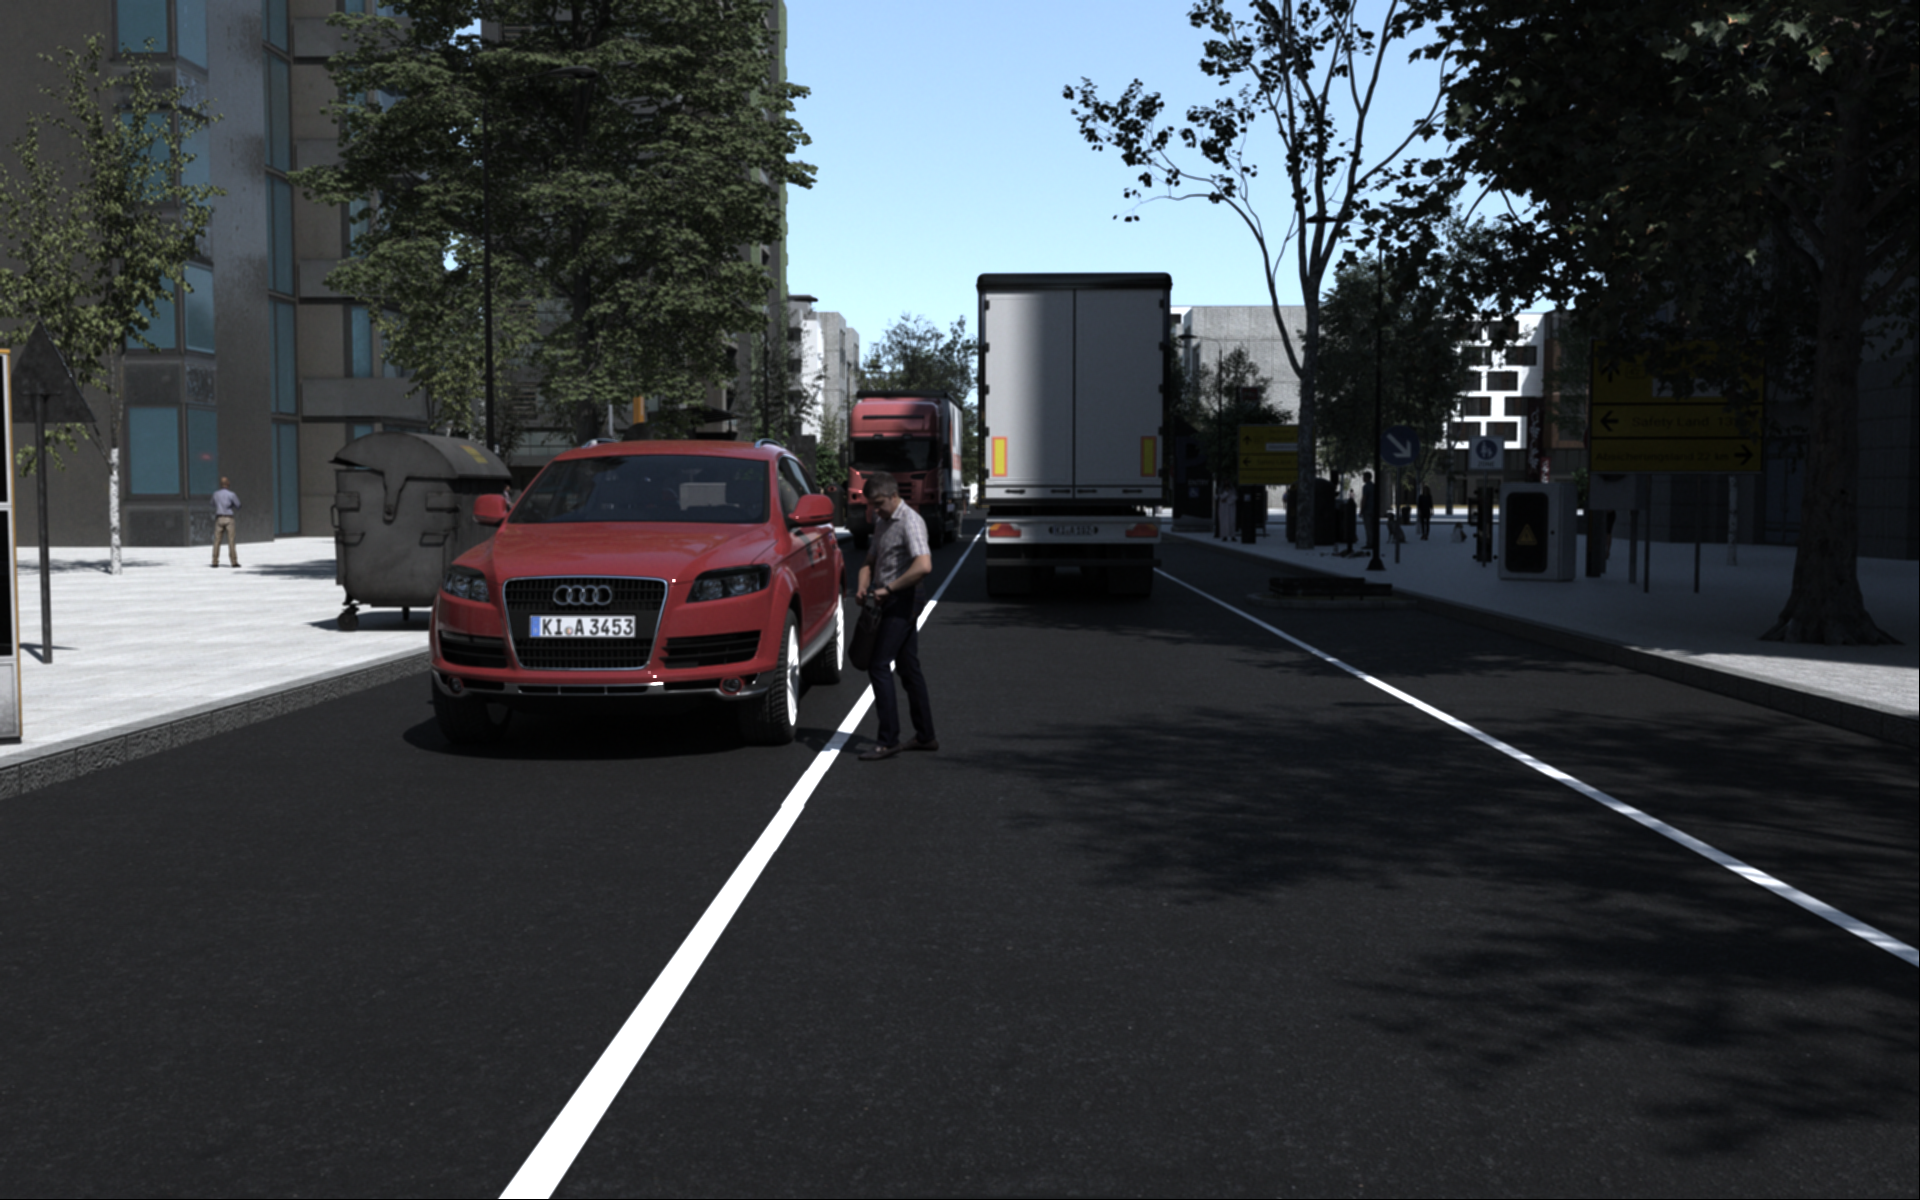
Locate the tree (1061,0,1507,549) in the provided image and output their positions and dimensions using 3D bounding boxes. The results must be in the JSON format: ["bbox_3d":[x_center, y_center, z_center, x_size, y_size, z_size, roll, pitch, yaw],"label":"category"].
[{"bbox_3d":[8.816,-11.325,41.051,12.611,20.169,13.585,0,3,0],"label":"tree"}]

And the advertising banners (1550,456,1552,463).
[{"bbox_3d":[26.557,-5.182,80.911,2.074,3.025,0.090,2,4,33],"label":"advertising banners"}]

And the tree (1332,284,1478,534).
[{"bbox_3d":[14.537,-6.391,54.855,4.360,8.622,3.978,0,3,0],"label":"tree"}]

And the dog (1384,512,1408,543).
[{"bbox_3d":[11.520,-1.891,45.305,0.800,0.831,0.513,1,4,16],"label":"dog"}]

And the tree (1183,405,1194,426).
[{"bbox_3d":[17.508,-10.918,128.875,4.737,8.622,4.395,0,3,0],"label":"tree"}]

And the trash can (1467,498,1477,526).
[{"bbox_3d":[20.686,-3.535,69.445,0.748,1.137,0.748,0,3,0],"label":"trash can"}]

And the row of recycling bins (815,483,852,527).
[{"bbox_3d":[-5.376,-3.677,67.235,3.534,1.692,1.069,0,4,-3],"label":"row of recycling bins"}]

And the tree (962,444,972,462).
[{"bbox_3d":[-2.640,-14.021,163.661,8.767,10.594,7.601,2,4,32],"label":"tree"}]

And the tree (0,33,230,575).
[{"bbox_3d":[-13.717,-4.715,27.449,4.737,8.622,4.395,0,3,0],"label":"tree"}]

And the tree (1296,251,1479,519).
[{"bbox_3d":[22.091,-11.231,90.278,9.857,13.997,8.962,0,3,0],"label":"tree"}]

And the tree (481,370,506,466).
[{"bbox_3d":[-12.676,-6.531,57.148,4.360,8.622,3.978,0,3,0],"label":"tree"}]

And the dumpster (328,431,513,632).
[{"bbox_3d":[-5.201,-0.675,16.789,1.264,1.857,1.865,0,4,2],"label":"dumpster"}]

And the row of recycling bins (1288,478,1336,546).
[{"bbox_3d":[9.103,-2.299,44.707,1.069,1.692,3.534,0,4,5],"label":"row of recycling bins"}]

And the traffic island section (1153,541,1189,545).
[{"bbox_3d":[5.533,-1.668,50.136,1.991,0.108,1.994,0,4,2],"label":"traffic island section"}]

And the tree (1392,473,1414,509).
[{"bbox_3d":[36.964,-12.021,146.900,4.737,8.622,4.395,0,3,0],"label":"tree"}]

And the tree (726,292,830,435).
[{"bbox_3d":[-6.901,-6.940,63.833,4.360,8.622,3.978,0,3,0],"label":"tree"}]

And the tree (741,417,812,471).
[{"bbox_3d":[-4.773,-2.977,43.276,1.663,3.219,1.824,0,3,0],"label":"tree"}]

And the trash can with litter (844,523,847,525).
[{"bbox_3d":[-5.123,-3.668,71.027,2.233,1.210,1.678,3,4,36],"label":"trash can with litter"}]

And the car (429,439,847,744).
[{"bbox_3d":[-1.927,-0.181,11.635,2.281,1.827,5.304,0,4,1],"label":"car"}]

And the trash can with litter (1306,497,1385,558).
[{"bbox_3d":[7.893,-1.506,35.680,1.678,1.210,2.233,1,4,18],"label":"trash can with litter"}]

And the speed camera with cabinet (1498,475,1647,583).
[{"bbox_3d":[8.945,-1.892,25.265,2.038,3.252,0.660,3,5,43],"label":"speed camera with cabinet"}]

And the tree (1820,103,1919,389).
[{"bbox_3d":[14.809,-4.561,24.938,4.737,8.622,4.395,0,3,0],"label":"tree"}]

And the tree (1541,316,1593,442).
[{"bbox_3d":[33.335,-9.916,87.881,9.928,11.665,9.643,0,3,0],"label":"tree"}]

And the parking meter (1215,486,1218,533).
[{"bbox_3d":[8.427,-2.908,55.959,0.372,1.533,0.369,0,3,0],"label":"parking meter"}]

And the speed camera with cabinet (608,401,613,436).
[{"bbox_3d":[-7.469,-2.636,37.438,0.660,3.252,2.038,1,4,10],"label":"speed camera with cabinet"}]

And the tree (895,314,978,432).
[{"bbox_3d":[-1.464,-20.123,184.906,12.611,20.169,13.585,0,3,0],"label":"tree"}]

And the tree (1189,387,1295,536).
[{"bbox_3d":[8.790,-4.268,53.495,4.285,4.588,4.351,0,3,0],"label":"tree"}]

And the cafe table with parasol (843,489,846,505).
[{"bbox_3d":[-9.689,-8.589,145.299,2.610,1.966,2.610,-3,5,-43],"label":"cafe table with parasol"}]

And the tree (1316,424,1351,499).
[{"bbox_3d":[31.842,-12.078,147.832,4.737,8.622,4.395,0,3,0],"label":"tree"}]

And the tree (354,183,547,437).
[{"bbox_3d":[-12.464,-5.591,41.771,4.737,8.622,4.395,0,3,0],"label":"tree"}]

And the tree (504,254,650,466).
[{"bbox_3d":[-10.607,-6.127,50.539,4.360,8.622,3.978,0,3,0],"label":"tree"}]

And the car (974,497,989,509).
[{"bbox_3d":[2.413,-9.851,171.294,2.015,1.641,3.980,0,4,2],"label":"car"}]

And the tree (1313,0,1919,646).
[{"bbox_3d":[7.606,-5.969,14.596,9.611,12.733,9.660,0,3,0],"label":"tree"}]

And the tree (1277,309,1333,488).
[{"bbox_3d":[14.561,-7.068,65.927,4.360,8.622,3.978,0,3,0],"label":"tree"}]

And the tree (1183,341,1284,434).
[{"bbox_3d":[16.326,-10.448,105.241,7.601,10.594,8.767,0,4,3],"label":"tree"}]

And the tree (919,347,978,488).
[{"bbox_3d":[-2.746,-13.230,134.443,7.486,12.596,7.792,0,3,0],"label":"tree"}]

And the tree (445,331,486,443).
[{"bbox_3d":[-30.919,-10.883,103.690,9.928,11.665,9.643,0,3,0],"label":"tree"}]

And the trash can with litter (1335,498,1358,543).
[{"bbox_3d":[10.148,-2.085,45.474,0.624,1.170,1.055,-1,4,-15],"label":"trash can with litter"}]

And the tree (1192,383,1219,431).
[{"bbox_3d":[16.227,-10.098,115.468,4.360,8.622,3.978,0,3,0],"label":"tree"}]

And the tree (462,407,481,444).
[{"bbox_3d":[-25.263,-8.859,95.199,4.360,8.622,3.978,0,3,0],"label":"tree"}]

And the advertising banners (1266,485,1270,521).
[{"bbox_3d":[14.553,-5.269,82.341,0.090,3.025,2.074,0,4,-3],"label":"advertising banners"}]

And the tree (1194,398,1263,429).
[{"bbox_3d":[19.478,-10.410,120.569,4.737,8.622,4.395,0,3,0],"label":"tree"}]

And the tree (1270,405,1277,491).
[{"bbox_3d":[23.271,-11.242,134.169,4.360,8.622,3.978,0,3,0],"label":"tree"}]

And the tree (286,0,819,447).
[{"bbox_3d":[-5.700,-6.557,25.336,7.486,12.596,7.792,0,3,0],"label":"tree"}]

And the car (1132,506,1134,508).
[{"bbox_3d":[5.661,-3.430,64.876,1.959,1.807,4.718,0,4,3],"label":"car"}]

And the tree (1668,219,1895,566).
[{"bbox_3d":[13.874,-4.907,30.592,4.360,8.622,3.978,0,3,0],"label":"tree"}]

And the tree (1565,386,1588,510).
[{"bbox_3d":[59.250,-14.863,144.828,18.604,14.587,13.155,0,4,1],"label":"tree"}]

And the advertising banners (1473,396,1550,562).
[{"bbox_3d":[10.144,-2.191,32.013,0.090,3.025,2.074,-1,4,-18],"label":"advertising banners"}]

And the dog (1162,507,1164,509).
[{"bbox_3d":[16.868,-7.829,145.740,0.550,0.427,0.748,-3,5,-43],"label":"dog"}]

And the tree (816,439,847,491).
[{"bbox_3d":[-8.241,-7.031,98.662,4.285,4.588,4.351,0,3,0],"label":"tree"}]

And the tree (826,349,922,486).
[{"bbox_3d":[-3.770,-8.463,88.735,4.737,8.622,4.395,0,3,0],"label":"tree"}]

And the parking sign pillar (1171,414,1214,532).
[{"bbox_3d":[7.863,-4.281,58.467,1.447,3.967,1.447,0,4,0],"label":"parking sign pillar"}]

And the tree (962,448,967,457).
[{"bbox_3d":[-1.752,-12.214,150.058,4.360,8.622,3.978,0,3,0],"label":"tree"}]

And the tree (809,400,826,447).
[{"bbox_3d":[-9.960,-11.331,135.619,4.737,8.622,4.395,0,3,0],"label":"tree"}]

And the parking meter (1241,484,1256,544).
[{"bbox_3d":[7.487,-2.232,44.900,0.372,1.533,0.369,0,3,0],"label":"parking meter"}]

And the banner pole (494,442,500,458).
[{"bbox_3d":[-19.583,-5.073,72.961,0.401,3.779,0.863,1,4,16],"label":"banner pole"}]

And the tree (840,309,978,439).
[{"bbox_3d":[-2.863,-12.522,115.109,12.009,13.543,11.850,0,3,0],"label":"tree"}]
